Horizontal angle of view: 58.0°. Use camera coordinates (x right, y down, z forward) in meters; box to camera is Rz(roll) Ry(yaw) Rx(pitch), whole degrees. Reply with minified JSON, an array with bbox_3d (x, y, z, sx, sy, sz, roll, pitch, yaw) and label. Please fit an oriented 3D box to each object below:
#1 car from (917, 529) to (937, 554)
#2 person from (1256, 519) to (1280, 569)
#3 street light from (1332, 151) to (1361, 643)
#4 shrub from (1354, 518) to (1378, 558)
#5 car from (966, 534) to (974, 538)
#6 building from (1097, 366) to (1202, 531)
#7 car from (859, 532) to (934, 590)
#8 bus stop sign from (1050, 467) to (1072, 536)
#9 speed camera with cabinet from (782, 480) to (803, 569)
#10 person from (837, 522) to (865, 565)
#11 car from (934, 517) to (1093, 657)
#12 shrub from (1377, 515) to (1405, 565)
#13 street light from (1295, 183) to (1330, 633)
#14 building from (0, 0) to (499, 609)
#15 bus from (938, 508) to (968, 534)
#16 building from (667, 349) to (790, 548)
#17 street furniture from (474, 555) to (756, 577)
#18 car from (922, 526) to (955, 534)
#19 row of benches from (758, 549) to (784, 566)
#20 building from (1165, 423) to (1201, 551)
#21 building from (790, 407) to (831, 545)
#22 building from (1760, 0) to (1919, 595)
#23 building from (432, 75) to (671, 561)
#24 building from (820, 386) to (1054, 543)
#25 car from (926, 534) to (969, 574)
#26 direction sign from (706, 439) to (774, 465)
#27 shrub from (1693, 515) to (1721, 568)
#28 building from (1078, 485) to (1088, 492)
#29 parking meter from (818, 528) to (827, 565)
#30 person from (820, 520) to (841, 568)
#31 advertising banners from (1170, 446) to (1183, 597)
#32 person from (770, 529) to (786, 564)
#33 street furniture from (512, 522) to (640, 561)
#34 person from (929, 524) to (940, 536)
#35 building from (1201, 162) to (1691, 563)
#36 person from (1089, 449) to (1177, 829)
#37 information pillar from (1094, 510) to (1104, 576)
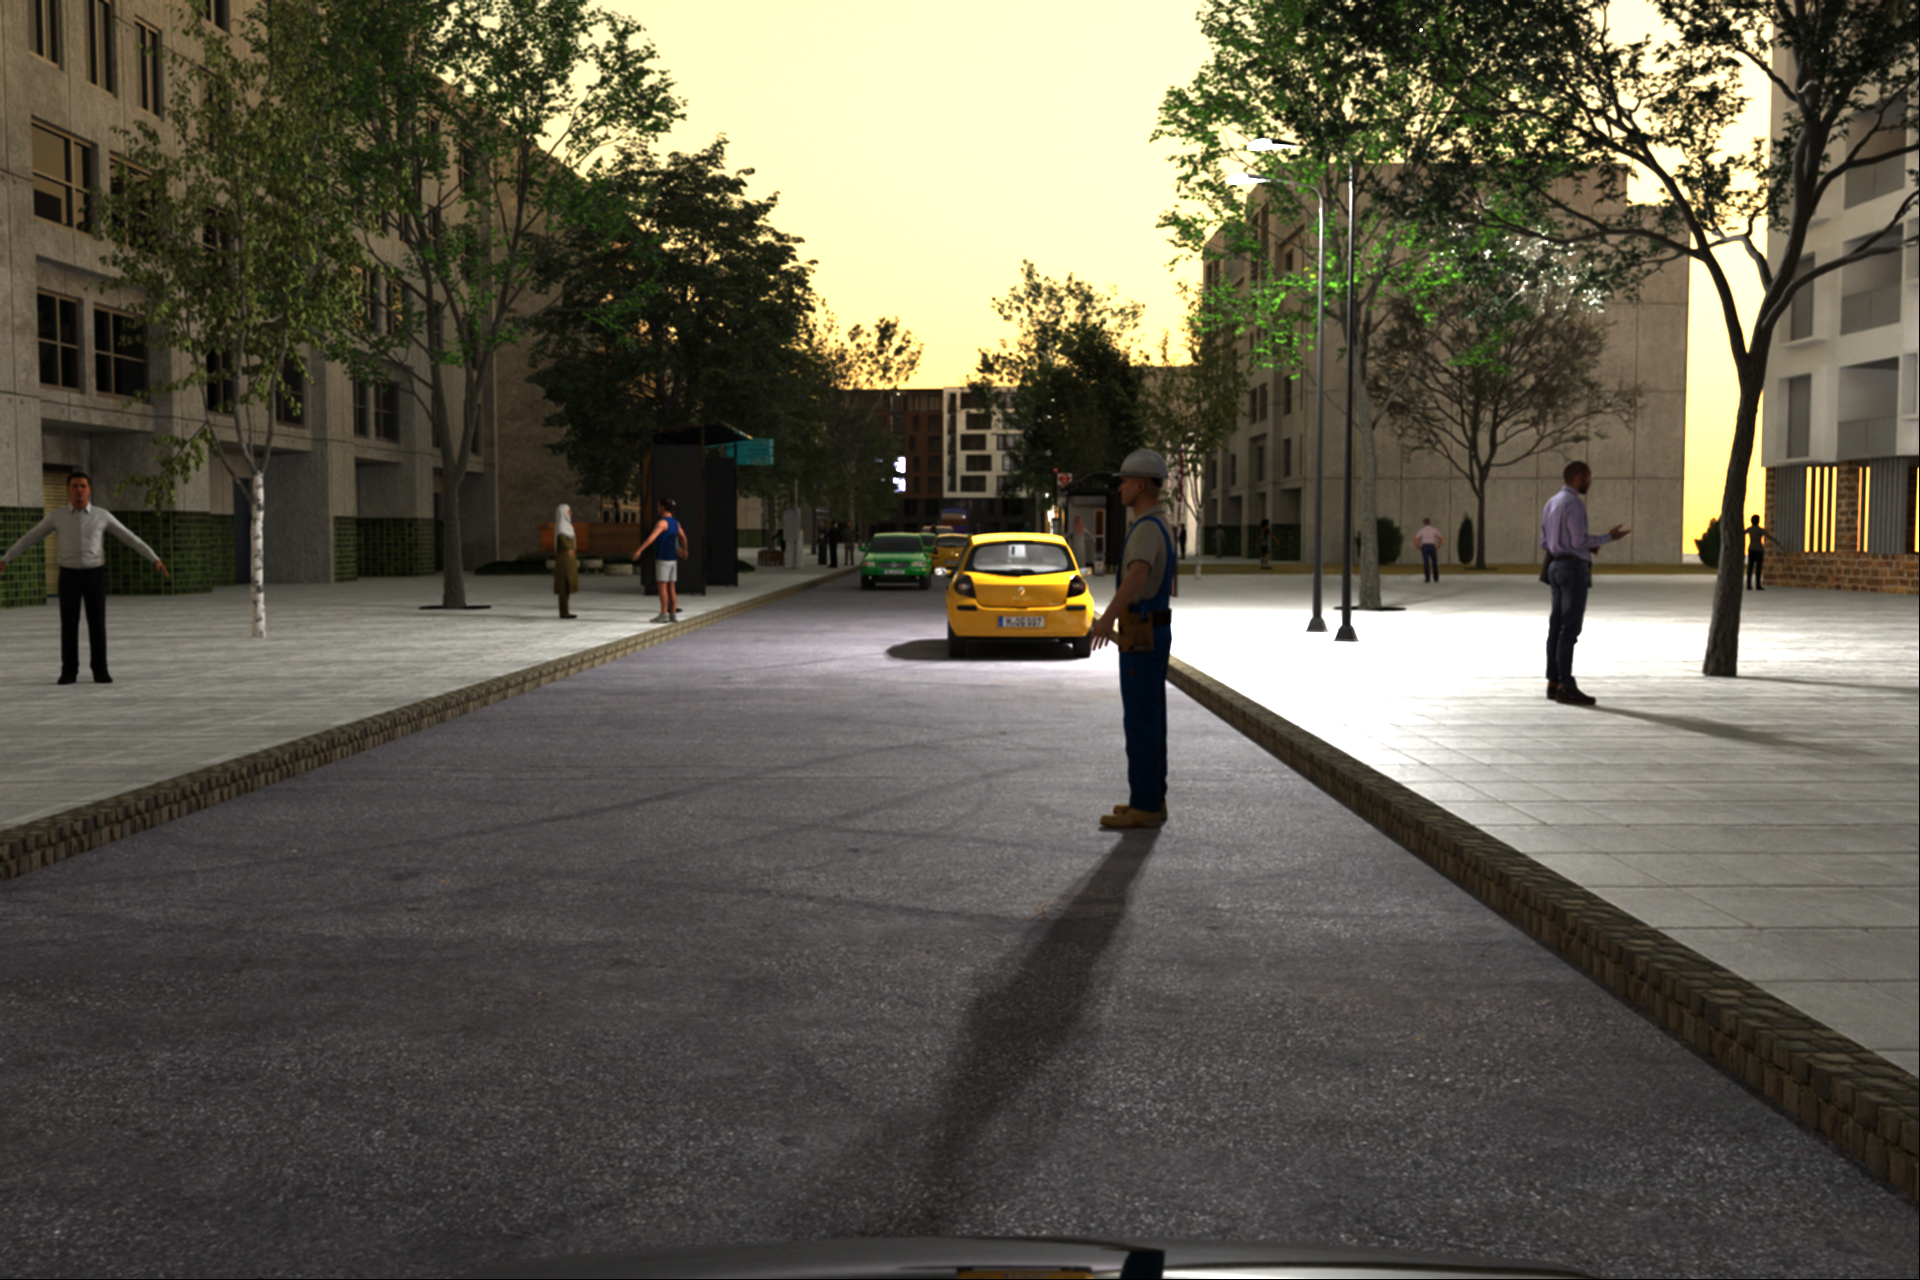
[{"bbox_3d":[-1.608,-3.794,70.828,1.959,1.807,4.718,0,4,0],"label":"car"},{"bbox_3d":[11.136,-3.481,63.053,0.704,1.843,1.345,-2,4,-27],"label":"person"},{"bbox_3d":[5.147,-2.931,20.467,1.470,5.913,1.316,0,4,0],"label":"street light"},{"bbox_3d":[17.797,-4.297,74.301,1.661,2.075,1.752,0,3,0],"label":"shrub"},{"bbox_3d":[0.399,-6.972,125.791,2.131,1.459,4.920,0,4,-1],"label":"car"},{"bbox_3d":[24.051,-19.828,190.640,16.747,18.905,31.486,0,4,0],"label":"building"},{"bbox_3d":[-1.669,-2.271,45.920,1.959,1.807,4.718,0,3,0],"label":"car"},{"bbox_3d":[4.042,-4.927,69.267,0.855,3.939,0.416,0,4,-1],"label":"bus stop sign"},{"bbox_3d":[-6.161,-4.247,63.781,0.660,3.252,2.038,0,3,0],"label":"speed camera with cabinet"},{"bbox_3d":[-4.605,-4.017,71.948,1.348,1.796,0.705,0,4,-1],"label":"person"},{"bbox_3d":[0.680,-0.695,21.585,2.015,1.641,3.980,0,4,-1],"label":"car"},{"bbox_3d":[17.379,-4.104,71.146,1.661,2.075,1.752,0,3,0],"label":"shrub"},{"bbox_3d":[5.204,-3.051,22.430,1.470,5.913,1.316,0,4,0],"label":"street light"},{"bbox_3d":[-24.694,-10.902,44.701,16.747,18.905,31.486,0,4,0],"label":"building"},{"bbox_3d":[-0.643,-10.382,161.292,2.896,3.916,12.251,0,4,-1],"label":"bus"},{"bbox_3d":[-27.639,-19.231,180.891,16.747,18.905,31.486,0,4,0],"label":"building"},{"bbox_3d":[-10.594,-2.477,56.118,10.072,0.657,5.734,-3,5,-44],"label":"street furniture"},{"bbox_3d":[-1.045,-4.434,81.175,2.281,1.827,5.304,0,3,0],"label":"car"},{"bbox_3d":[-7.763,-3.402,71.087,1.422,0.672,4.104,-1,4,-13],"label":"row of benches"},{"bbox_3d":[21.695,-11.583,131.534,9.099,9.664,28.070,0,4,0],"label":"building"},{"bbox_3d":[-26.175,-23.332,212.414,19.493,23.208,18.063,0,4,0],"label":"building"},{"bbox_3d":[25.018,-11.275,40.767,16.016,20.090,11.380,0,3,0],"label":"building"},{"bbox_3d":[-25.398,-15.643,86.691,19.493,23.208,18.063,0,4,0],"label":"building"},{"bbox_3d":[-3.008,-24.804,251.981,32.646,21.610,27.936,0,4,6],"label":"building"},{"bbox_3d":[-0.261,-3.246,63.290,2.015,1.641,3.980,0,4,0],"label":"car"},{"bbox_3d":[-5.901,-3.361,43.709,2.525,3.948,1.411,0,3,0],"label":"direction sign"},{"bbox_3d":[28.567,-3.721,65.265,1.690,2.028,1.600,0,3,0],"label":"shrub"},{"bbox_3d":[23.464,-21.898,224.494,16.747,18.905,31.486,0,4,0],"label":"building"},{"bbox_3d":[-5.745,-3.914,72.405,0.372,1.533,0.369,0,3,0],"label":"parking meter"},{"bbox_3d":[-4.869,-3.663,66.116,0.704,1.802,1.346,2,4,30],"label":"person"},{"bbox_3d":[4.400,-2.405,35.510,0.090,3.025,2.074,0,3,0],"label":"advertising banners"},{"bbox_3d":[-7.494,-4.141,73.897,1.347,1.806,0.705,-3,4,-37],"label":"person"},{"bbox_3d":[-14.000,-3.691,67.195,9.812,1.723,11.010,-3,4,-37],"label":"street furniture"},{"bbox_3d":[-1.130,-4.044,74.361,1.354,1.856,0.705,-1,4,-14],"label":"person"},{"bbox_3d":[23.332,-13.747,91.217,16.747,18.905,31.486,0,4,0],"label":"building"},{"bbox_3d":[0.881,-0.015,8.558,0.705,1.847,1.347,1,4,16],"label":"person"},{"bbox_3d":[4.247,-2.962,52.928,0.304,2.012,0.304,0,4,0],"label":"information pillar"}]
